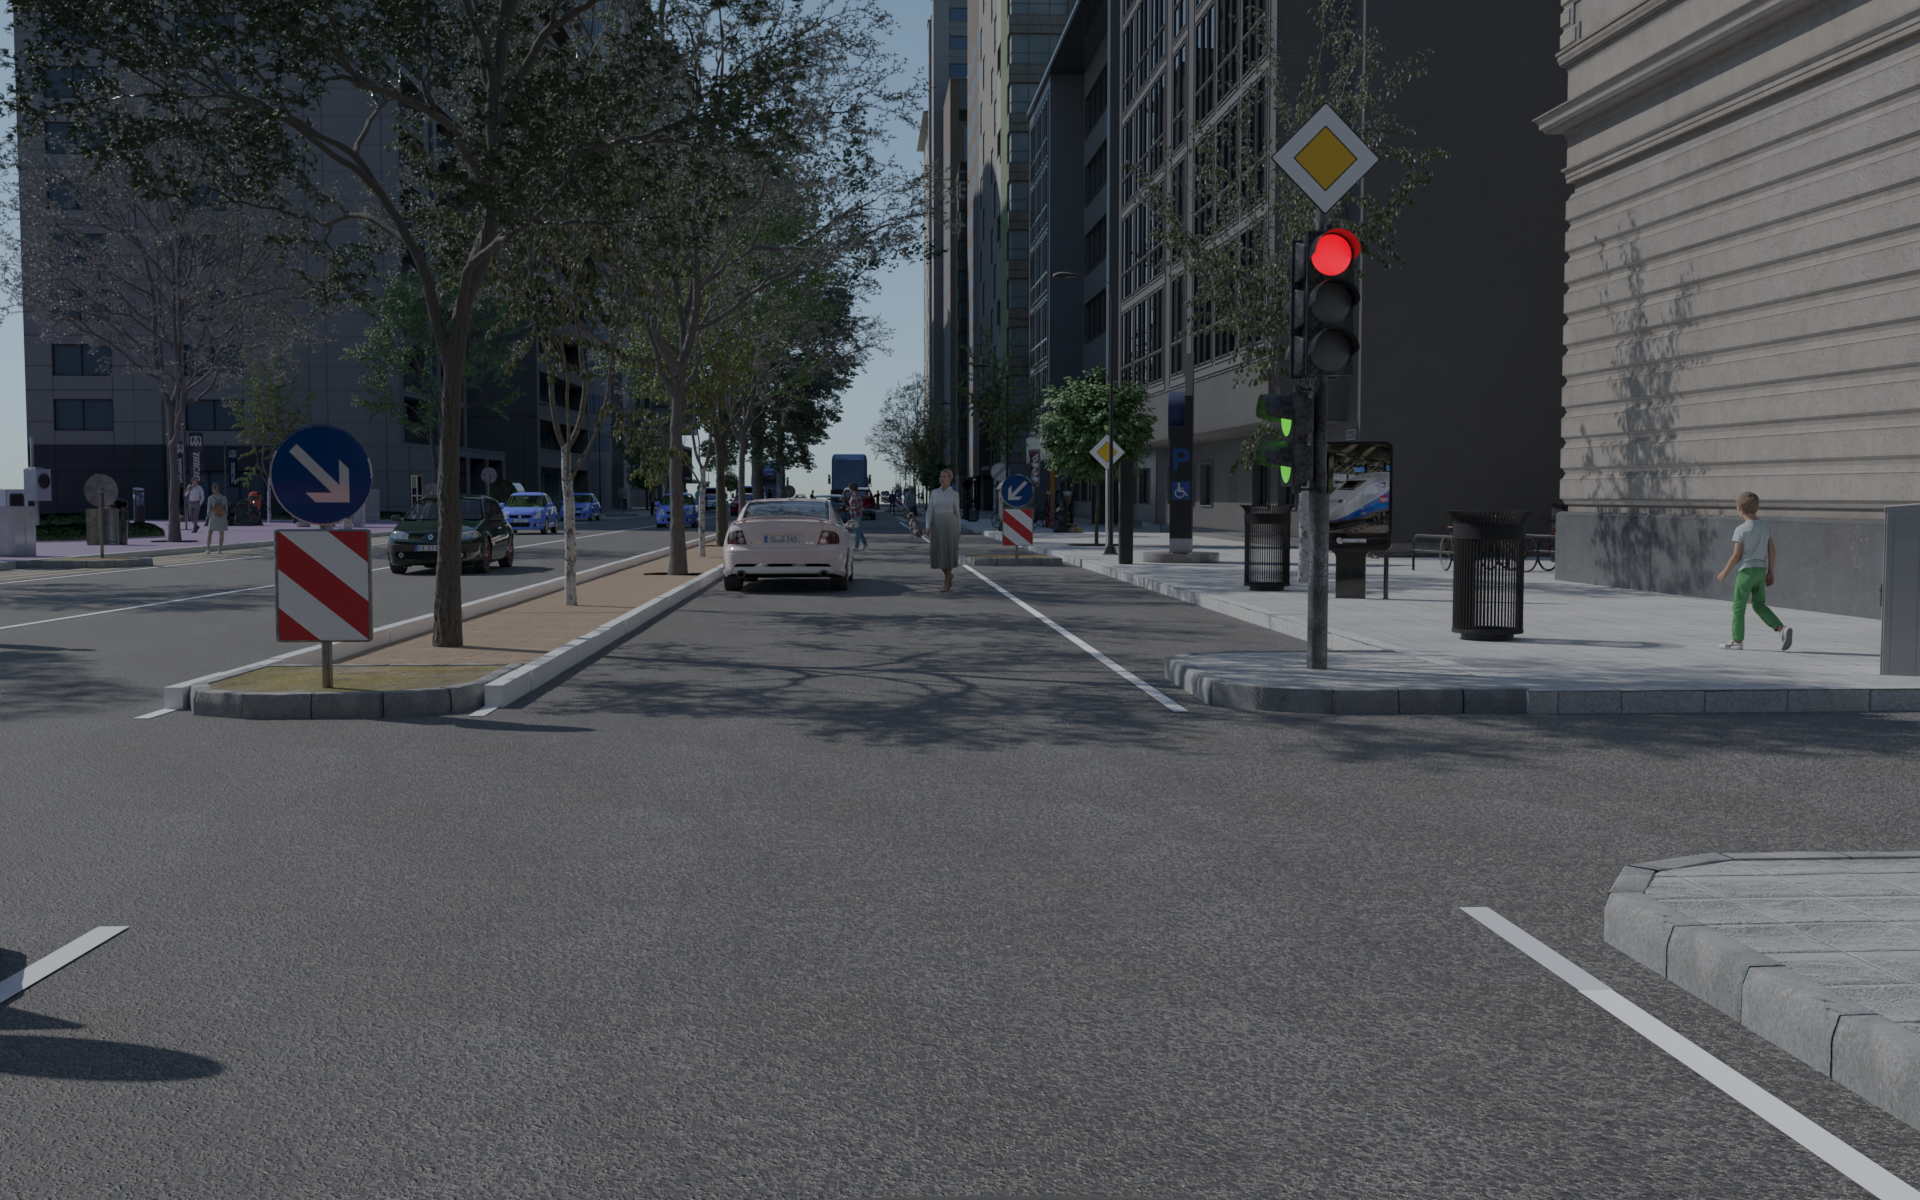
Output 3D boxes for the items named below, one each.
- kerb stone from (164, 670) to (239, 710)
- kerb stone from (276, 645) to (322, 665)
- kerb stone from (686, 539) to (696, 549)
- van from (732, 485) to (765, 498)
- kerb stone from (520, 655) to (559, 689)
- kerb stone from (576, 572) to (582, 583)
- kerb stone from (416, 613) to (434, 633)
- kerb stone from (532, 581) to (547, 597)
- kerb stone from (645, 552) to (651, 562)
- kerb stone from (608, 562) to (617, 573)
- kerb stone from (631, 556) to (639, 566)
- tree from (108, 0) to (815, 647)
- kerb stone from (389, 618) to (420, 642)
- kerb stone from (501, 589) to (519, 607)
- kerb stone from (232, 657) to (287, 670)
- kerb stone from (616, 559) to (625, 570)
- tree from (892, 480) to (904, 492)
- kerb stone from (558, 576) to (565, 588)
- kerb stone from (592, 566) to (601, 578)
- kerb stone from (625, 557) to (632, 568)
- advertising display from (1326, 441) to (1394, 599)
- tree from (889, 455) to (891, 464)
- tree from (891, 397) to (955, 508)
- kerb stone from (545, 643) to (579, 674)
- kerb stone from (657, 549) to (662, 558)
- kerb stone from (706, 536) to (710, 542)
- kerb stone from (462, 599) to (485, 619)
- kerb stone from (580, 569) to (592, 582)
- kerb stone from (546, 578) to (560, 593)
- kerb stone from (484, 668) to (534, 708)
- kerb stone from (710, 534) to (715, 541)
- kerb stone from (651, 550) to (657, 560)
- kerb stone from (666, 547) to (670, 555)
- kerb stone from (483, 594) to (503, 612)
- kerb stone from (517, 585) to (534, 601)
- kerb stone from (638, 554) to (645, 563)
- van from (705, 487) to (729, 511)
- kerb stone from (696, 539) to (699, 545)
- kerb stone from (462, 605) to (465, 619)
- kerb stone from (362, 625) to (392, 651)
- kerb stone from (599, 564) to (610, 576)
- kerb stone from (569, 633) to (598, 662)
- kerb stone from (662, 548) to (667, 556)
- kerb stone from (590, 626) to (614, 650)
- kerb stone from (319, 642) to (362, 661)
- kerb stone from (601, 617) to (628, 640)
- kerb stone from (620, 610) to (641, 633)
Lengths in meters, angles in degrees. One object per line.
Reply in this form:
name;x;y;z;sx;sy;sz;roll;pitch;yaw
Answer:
kerb stone;-5.254;0.626;12.004;0.120;0.150;1.000;0;4;-3
kerb stone;-5.374;0.500;14.052;0.120;0.150;1.000;0;4;-3
kerb stone;-7.295;-1.498;46.751;0.120;0.150;1.000;0;4;-3
van;-14.730;-7.160;121.452;2.240;2.365;5.245;0;4;-2
kerb stone;-3.210;0.554;13.134;0.120;0.150;1.000;0;4;-3
kerb stone;-6.153;-0.311;27.344;0.120;0.150;1.000;0;4;-3
kerb stone;-5.616;0.251;18.143;0.120;0.150;1.000;0;4;-3
kerb stone;-5.972;-0.127;24.277;0.120;0.150;1.000;0;4;-3
kerb stone;-6.693;-0.878;36.543;0.120;0.150;1.000;0;4;-3
kerb stone;-6.394;-0.565;31.435;0.120;0.150;1.000;0;4;-3
kerb stone;-6.566;-0.749;34.500;0.120;0.150;1.000;0;4;-3
tree;-4.797;-4.812;15.540;8.767;10.594;7.601;0;4;-3
kerb stone;-5.555;0.310;17.123;0.120;0.150;1.000;0;4;-3
kerb stone;-5.851;-0.002;22.230;0.120;0.150;1.000;0;4;-3
kerb stone;-5.308;0.569;13.024;0.120;0.150;1.000;0;4;-3
kerb stone;-6.460;-0.628;32.456;0.120;0.150;1.000;0;4;-3
tree;-8.628;-14.844;237.297;1.663;3.219;1.824;0;3;0
kerb stone;-6.092;-0.252;26.317;0.120;0.150;1.000;0;4;-3
kerb stone;-6.275;-0.434;29.388;0.120;0.150;1.000;0;4;-3
kerb stone;-6.511;-0.687;33.479;0.120;0.150;1.000;0;4;-3
advertising display;4.809;-0.982;21.268;0.974;1.923;0.123;1;4;17
tree;-6.120;-15.323;200.885;4.360;8.622;3.978;0;3;0
tree;-2.341;-11.040;130.861;4.360;8.622;3.978;0;3;0
kerb stone;-3.276;0.491;14.160;0.120;0.150;1.000;0;4;-3
kerb stone;-6.810;-1.002;38.584;0.120;0.150;1.000;0;4;-3
kerb stone;-7.525;-1.749;50.843;0.120;0.150;1.000;0;4;-3
kerb stone;-5.735;0.123;20.183;0.120;0.150;1.000;0;4;-3
kerb stone;-6.211;-0.376;28.368;0.120;0.150;1.000;0;4;-3
kerb stone;-6.033;-0.185;25.297;0.120;0.150;1.000;0;4;-3
kerb stone;-3.156;0.617;12.113;0.120;0.150;1.000;0;4;-3
kerb stone;-7.649;-1.877;52.883;0.120;0.150;1.000;0;4;-3
kerb stone;-6.747;-0.940;37.564;0.120;0.150;1.000;0;4;-3
kerb stone;-6.934;-1.125;40.626;0.120;0.150;1.000;0;4;-3
kerb stone;-5.796;0.061;21.206;0.120;0.150;1.000;0;4;-3
kerb stone;-5.913;-0.064;23.250;0.120;0.150;1.000;0;4;-3
kerb stone;-6.634;-0.815;35.523;0.120;0.150;1.000;0;4;-3
van;-21.090;-8.873;149.463;2.240;2.365;5.245;0;4;-4
kerb stone;-7.352;-1.564;47.773;0.120;0.150;1.000;0;4;-3
kerb stone;-5.678;0.192;19.163;0.120;0.150;1.000;0;4;-3
kerb stone;-5.500;0.373;16.102;0.120;0.150;1.000;0;4;-3
kerb stone;-6.326;-0.503;30.414;0.120;0.150;1.000;0;4;-3
kerb stone;-3.334;0.429;15.180;0.120;0.150;1.000;0;4;-3
kerb stone;-6.875;-1.059;39.604;0.120;0.150;1.000;0;4;-3
kerb stone;-3.395;0.376;16.201;0.120;0.150;1.000;0;4;-3
kerb stone;-5.429;0.438;15.075;0.120;0.150;1.000;0;4;-3
kerb stone;-3.457;0.304;17.220;0.120;0.150;1.000;0;4;-3
kerb stone;-3.508;0.242;18.244;0.120;0.150;1.000;0;4;-3
